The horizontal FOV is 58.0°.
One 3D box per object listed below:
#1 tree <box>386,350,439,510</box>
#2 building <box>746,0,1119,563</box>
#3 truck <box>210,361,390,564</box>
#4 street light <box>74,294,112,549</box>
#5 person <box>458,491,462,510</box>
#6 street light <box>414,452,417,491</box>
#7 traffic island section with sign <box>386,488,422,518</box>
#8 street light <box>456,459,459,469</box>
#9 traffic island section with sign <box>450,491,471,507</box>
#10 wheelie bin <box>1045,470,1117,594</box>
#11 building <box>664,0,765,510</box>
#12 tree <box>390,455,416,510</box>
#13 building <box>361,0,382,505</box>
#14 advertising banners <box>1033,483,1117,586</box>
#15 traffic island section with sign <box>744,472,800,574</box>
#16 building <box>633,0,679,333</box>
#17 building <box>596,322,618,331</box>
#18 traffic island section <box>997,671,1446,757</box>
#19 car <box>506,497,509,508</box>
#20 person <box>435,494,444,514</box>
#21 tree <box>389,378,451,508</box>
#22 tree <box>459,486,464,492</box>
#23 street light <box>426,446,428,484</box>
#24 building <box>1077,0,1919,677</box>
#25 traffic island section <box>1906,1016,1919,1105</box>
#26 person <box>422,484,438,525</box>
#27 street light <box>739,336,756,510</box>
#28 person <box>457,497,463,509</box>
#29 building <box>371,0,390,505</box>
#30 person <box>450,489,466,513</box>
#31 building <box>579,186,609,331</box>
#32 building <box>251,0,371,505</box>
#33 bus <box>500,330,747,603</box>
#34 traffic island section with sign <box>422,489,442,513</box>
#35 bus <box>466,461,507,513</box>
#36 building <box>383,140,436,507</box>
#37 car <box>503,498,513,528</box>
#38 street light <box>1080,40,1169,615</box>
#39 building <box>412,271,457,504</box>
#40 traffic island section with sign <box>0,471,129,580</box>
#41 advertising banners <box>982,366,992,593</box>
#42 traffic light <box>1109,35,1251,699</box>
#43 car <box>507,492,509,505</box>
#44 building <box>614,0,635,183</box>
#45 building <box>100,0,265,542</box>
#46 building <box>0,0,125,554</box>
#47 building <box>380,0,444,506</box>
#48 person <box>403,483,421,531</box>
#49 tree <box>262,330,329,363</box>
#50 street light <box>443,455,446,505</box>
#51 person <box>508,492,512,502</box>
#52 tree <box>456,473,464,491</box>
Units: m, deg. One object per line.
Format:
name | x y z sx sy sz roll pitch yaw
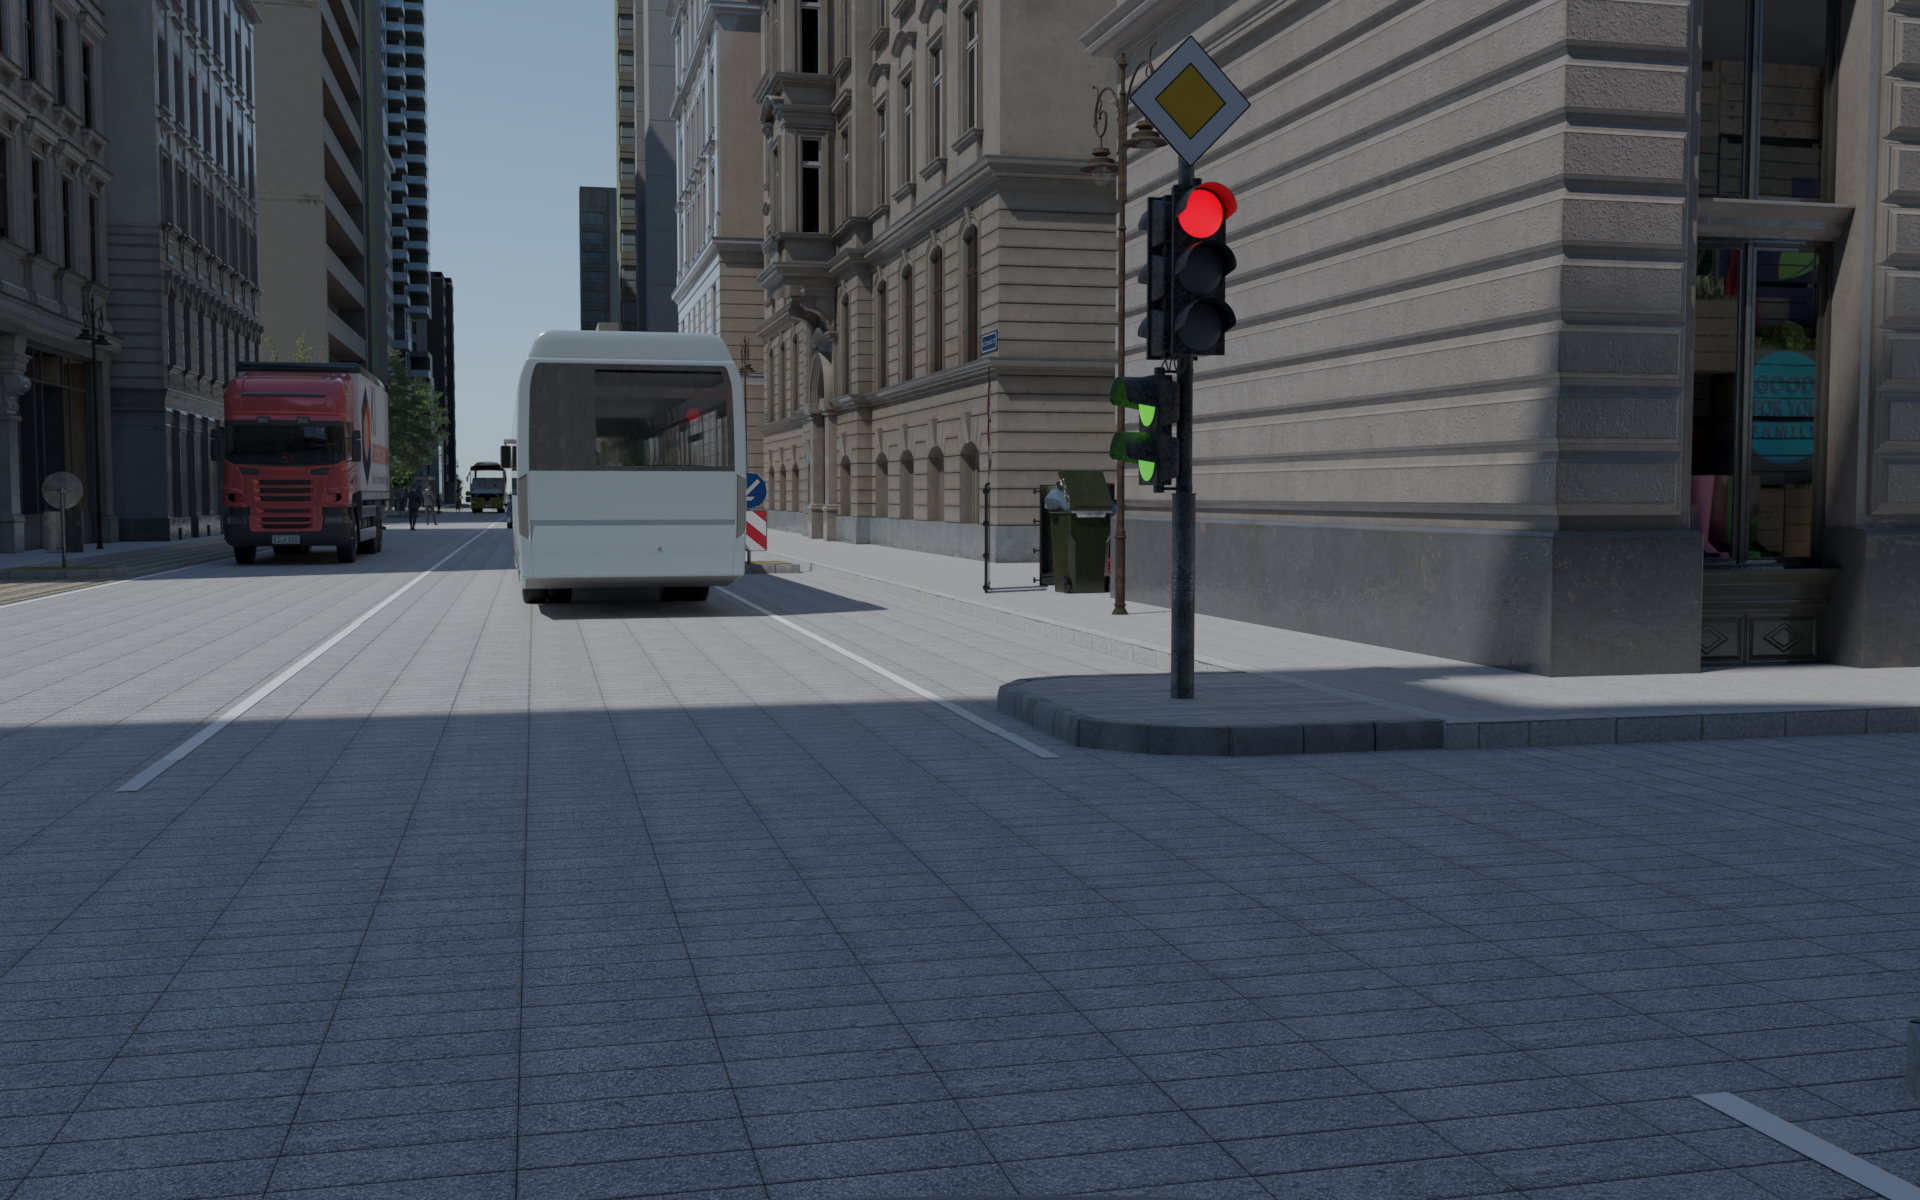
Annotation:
tree | -44.692 -13.284 135.321 7.486 12.596 7.792 0 3 0
building | 1.644 -14.061 48.978 14.460 24.649 34.723 -1 4 -14
truck | -14.581 -3.068 39.078 2.839 4.237 11.283 -1 4 -14
street light | -20.062 -4.124 40.221 0.468 5.910 1.993 -1 4 -14
person | -44.070 -8.776 152.779 0.721 1.735 1.217 -2 4 -25
street light | -46.299 -10.661 147.096 0.468 5.910 1.993 -1 4 -14
traffic island section with sign | -33.837 -5.881 104.790 1.989 1.847 2.006 -1 4 -14
street light | -66.345 -15.663 228.884 0.468 5.910 1.993 -1 4 -14
traffic island section with sign | -53.533 -10.799 185.195 1.989 1.847 2.006 -1 4 -14
wheelie bin | 1.540 -0.896 22.559 0.980 1.594 0.693 -1 4 -22
building | -5.423 -17.745 76.028 13.634 28.700 20.117 -1 4 -14
tree | -46.226 -9.693 142.186 4.285 4.588 4.351 0 3 0
building | -43.790 -25.844 106.145 14.154 41.232 14.086 -1 4 -14
advertising banners | 1.990 -1.732 24.507 2.074 3.025 0.090 -1 4 -23
traffic island section with sign | -4.088 -1.429 31.984 1.989 1.847 2.006 -1 4 -14
building | -10.370 -34.842 111.667 21.231 58.520 28.212 -1 4 -14
building | -26.315 -21.204 191.731 27.650 21.520 28.899 -1 4 -14
traffic island section | 1.423 0.695 10.916 2.009 0.180 2.903 -1 4 -14
car | -49.370 -10.786 185.394 2.155 1.783 4.494 -1 4 -12
person | -36.631 -6.728 121.758 0.557 1.426 1.065 1 4 14
tree | -49.159 -14.005 154.729 9.928 11.665 9.643 0 3 0
tree | -68.561 -14.774 236.155 1.663 3.219 1.824 0 3 0
street light | -50.316 -11.665 163.511 0.468 5.910 1.993 -1 4 -14
building | 11.964 -11.581 18.224 19.941 23.489 11.050 -1 4 -14
traffic island section | 3.323 1.169 3.160 2.009 0.180 2.903 -1 4 -14
person | -24.484 -4.410 79.960 0.648 1.900 0.474 0 4 6
street light | -6.285 -4.770 50.776 0.468 5.910 1.993 -1 4 -14
person | -46.604 -9.288 161.078 1.217 1.735 0.721 3 5 43
building | -47.592 -28.716 119.625 14.600 45.320 14.200 -1 4 -14
person | -38.929 -7.693 134.276 1.348 1.824 0.705 1 4 13
building | -44.015 -33.636 233.546 14.154 41.232 14.086 -1 4 -14
building | -42.554 -28.391 87.889 21.300 48.544 21.600 -1 4 -14
bus | -5.391 -1.907 26.037 2.948 3.499 13.247 -1 4 -15
traffic island section with sign | -40.314 -7.498 131.224 1.989 1.847 2.006 -1 4 -14
bus | -36.464 -8.714 134.015 2.896 3.916 12.252 -1 4 -14
building | -68.736 -29.197 169.252 32.217 40.220 23.993 -1 4 -14
car | -18.398 -3.773 73.684 2.014 1.417 4.499 -1 4 -15
street light | 1.704 -2.782 18.269 0.468 5.910 1.993 -1 4 -14
building | -71.889 -27.453 220.562 14.160 30.474 14.107 -1 4 -14
traffic island section with sign | -15.430 -1.285 29.645 1.989 1.847 2.006 -1 4 -14
advertising banners | 0.377 -1.655 23.249 0.090 3.025 2.074 0 4 3
traffic light | 1.382 -1.338 10.792 0.839 4.253 0.868 -1 4 -14
car | -59.556 -13.223 224.871 2.281 1.827 5.304 -1 4 -12
building | -19.021 -27.414 131.814 14.154 41.232 14.086 -1 4 -14
building | -28.058 -12.517 53.810 9.793 20.994 18.267 -1 4 -14
building | -21.945 -10.655 25.124 10.553 20.767 40.483 -1 4 -14
building | -70.407 -54.007 195.685 22.319 86.520 31.000 -1 4 -14
person | -21.542 -3.665 68.196 0.659 1.850 0.755 -1 4 -9
tree | -30.179 -7.819 78.195 4.737 8.622 4.395 0 3 0
street light | -58.330 -13.651 195.982 0.468 5.910 1.993 -1 4 -14
person | -57.399 -12.952 221.185 0.541 1.710 0.530 0 4 -7
tree | -68.242 -15.200 232.233 4.285 4.588 4.351 0 3 0
